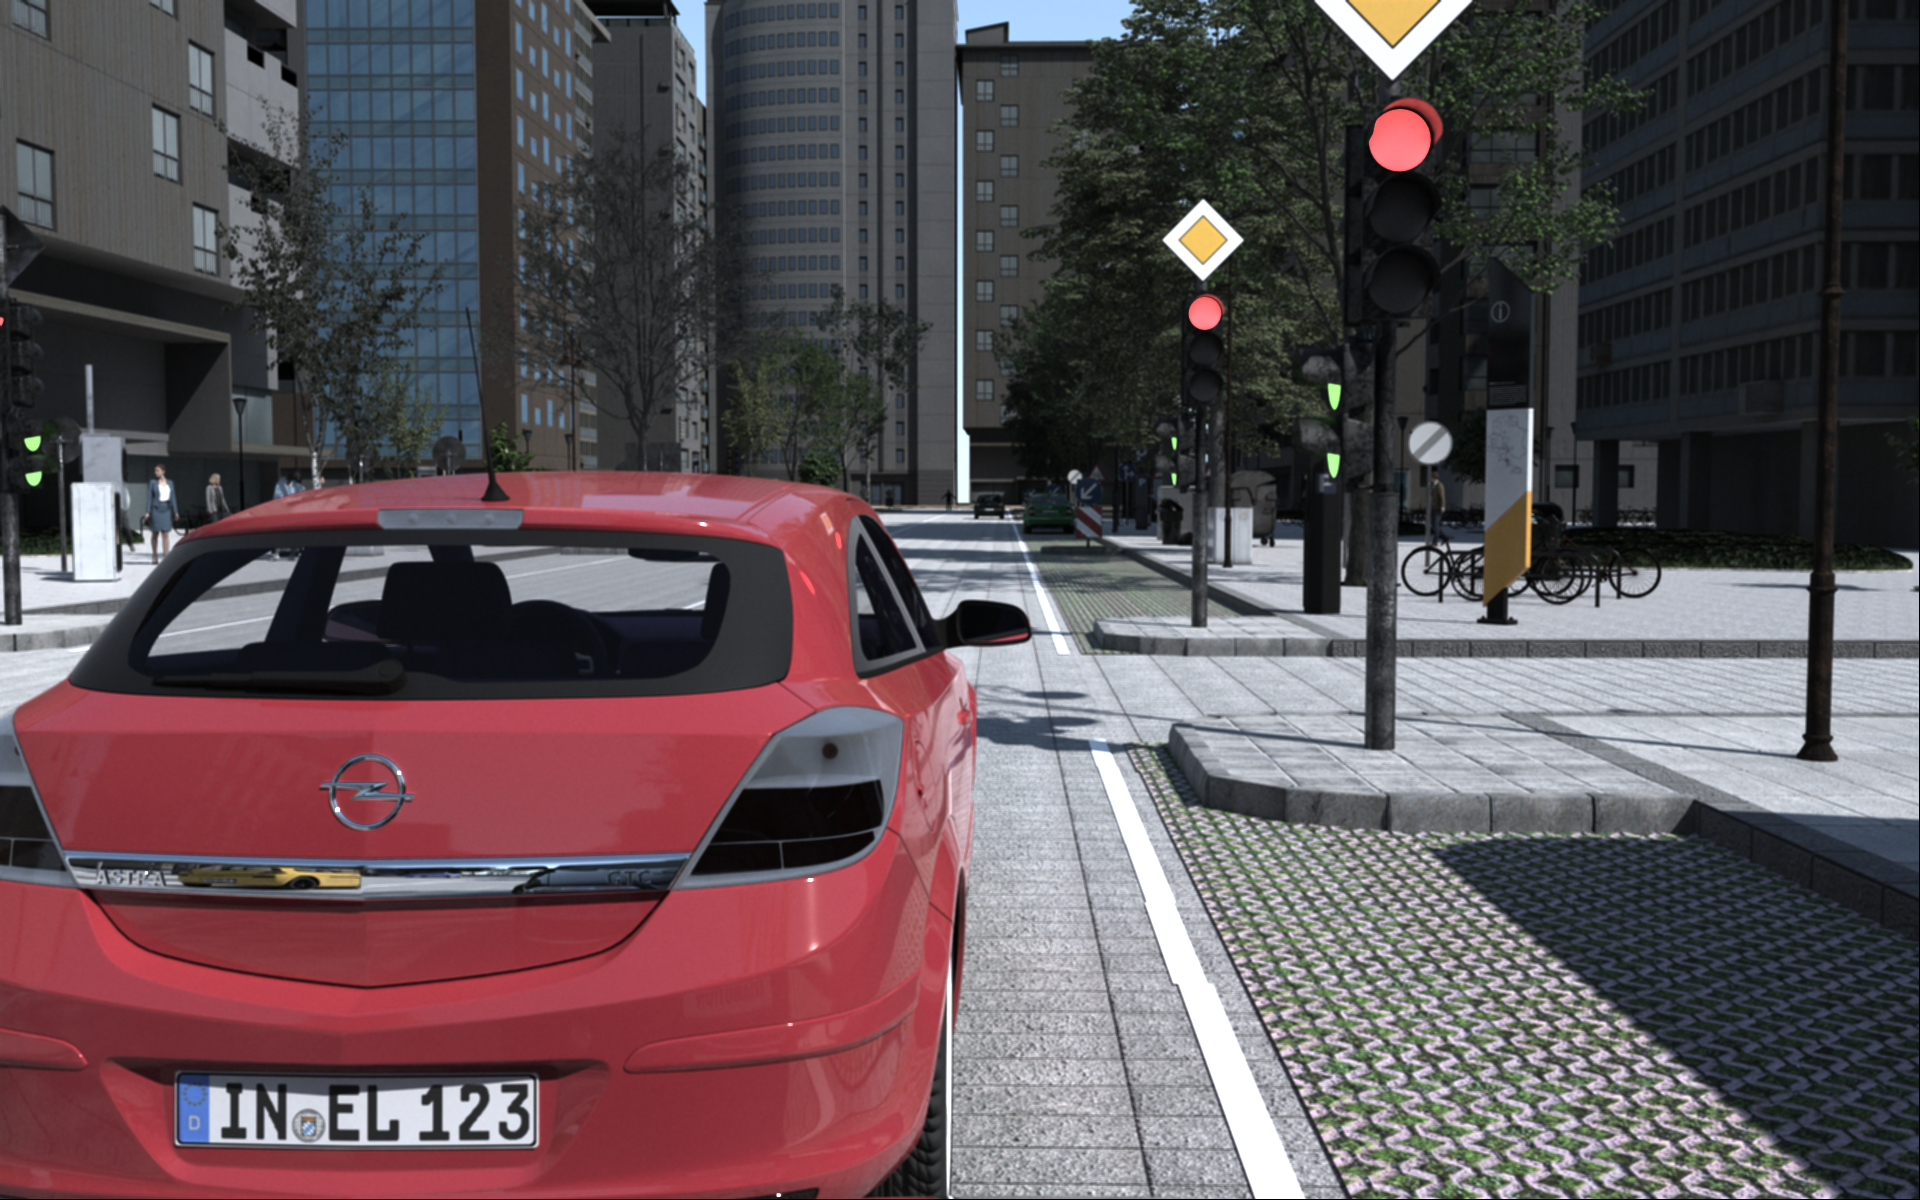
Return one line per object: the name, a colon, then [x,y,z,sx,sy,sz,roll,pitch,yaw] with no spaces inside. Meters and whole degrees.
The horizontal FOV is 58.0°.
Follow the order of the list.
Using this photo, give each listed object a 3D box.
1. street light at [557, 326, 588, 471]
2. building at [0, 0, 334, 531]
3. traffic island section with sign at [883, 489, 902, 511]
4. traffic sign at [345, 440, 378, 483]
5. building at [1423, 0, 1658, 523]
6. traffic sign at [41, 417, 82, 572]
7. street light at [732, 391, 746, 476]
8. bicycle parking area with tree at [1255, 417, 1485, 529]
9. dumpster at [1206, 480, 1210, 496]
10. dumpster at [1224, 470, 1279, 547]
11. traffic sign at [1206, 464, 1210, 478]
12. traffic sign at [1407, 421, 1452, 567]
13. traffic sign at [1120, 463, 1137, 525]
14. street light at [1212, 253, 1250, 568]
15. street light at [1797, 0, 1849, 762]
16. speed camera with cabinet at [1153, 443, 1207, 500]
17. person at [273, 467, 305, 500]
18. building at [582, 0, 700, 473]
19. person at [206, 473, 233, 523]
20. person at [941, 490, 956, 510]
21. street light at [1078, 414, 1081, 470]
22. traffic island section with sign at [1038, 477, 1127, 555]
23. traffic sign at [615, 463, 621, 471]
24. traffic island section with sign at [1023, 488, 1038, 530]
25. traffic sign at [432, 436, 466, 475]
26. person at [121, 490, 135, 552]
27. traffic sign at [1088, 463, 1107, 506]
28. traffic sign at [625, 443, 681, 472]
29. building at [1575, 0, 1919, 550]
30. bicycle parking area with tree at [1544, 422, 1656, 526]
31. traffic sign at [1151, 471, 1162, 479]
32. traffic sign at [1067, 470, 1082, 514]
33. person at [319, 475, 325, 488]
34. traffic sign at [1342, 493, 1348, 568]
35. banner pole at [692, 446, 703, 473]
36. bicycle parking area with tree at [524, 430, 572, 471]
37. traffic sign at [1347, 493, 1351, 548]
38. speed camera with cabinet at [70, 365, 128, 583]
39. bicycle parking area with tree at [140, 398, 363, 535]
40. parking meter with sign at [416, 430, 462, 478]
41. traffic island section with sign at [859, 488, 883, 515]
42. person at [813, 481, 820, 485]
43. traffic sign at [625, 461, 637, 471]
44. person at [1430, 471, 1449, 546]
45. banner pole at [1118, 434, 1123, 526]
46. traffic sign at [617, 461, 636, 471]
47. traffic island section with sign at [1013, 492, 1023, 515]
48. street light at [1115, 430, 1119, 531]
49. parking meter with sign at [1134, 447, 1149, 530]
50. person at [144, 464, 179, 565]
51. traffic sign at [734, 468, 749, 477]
street light: [-10.647,-4.583,47.719,0.468,5.910,1.993,0,4,1]
building: [-39.305,-28.558,56.159,28.713,52.752,27.495,0,4,1]
traffic island section with sign: [-5.864,-8.382,145.672,1.989,1.847,2.006,0,4,1]
traffic sign: [-14.117,-2.492,40.856,0.768,2.556,0.104,0,4,3]
building: [29.881,-19.098,83.961,14.160,30.474,14.107,0,4,1]
traffic sign: [-14.775,-1.736,28.490,0.768,2.556,0.104,0,4,8]
street light: [-9.966,-6.446,78.172,0.468,5.910,1.993,0,4,1]
bicycle parking area with tree: [16.554,-4.891,66.978,9.016,4.147,8.231,1,4,20]
dumpster: [10.042,-3.836,68.484,1.264,1.857,1.865,0,4,2]
dumpster: [7.120,-2.255,42.635,1.264,1.857,1.865,0,4,2]
traffic sign: [8.433,-3.504,57.297,0.884,2.594,0.081,0,4,4]
traffic sign: [8.239,-1.856,30.446,0.768,2.556,0.104,1,4,9]
traffic sign: [6.864,-4.339,71.053,0.768,2.556,0.104,1,4,8]
street light: [4.679,-3.506,30.110,0.468,5.910,1.993,0,4,1]
street light: [4.151,-2.166,8.209,0.468,5.910,1.993,0,4,1]
speed camera with cabinet: [8.390,-4.380,65.949,2.038,3.252,0.660,2,4,34]
person: [-12.908,-1.647,33.244,0.793,1.790,0.793,3,5,44]
building: [-29.677,-28.297,146.246,14.086,41.232,14.154,0,4,1]
person: [-18.745,-2.292,43.703,0.728,1.800,0.709,2,4,25]
person: [-0.984,-8.777,152.028,1.348,1.821,0.705,0,4,1]
street light: [6.239,-7.244,91.219,0.468,5.910,1.993,0,4,1]
traffic island section with sign: [2.944,-2.016,41.594,1.989,1.847,2.006,0,4,1]
traffic sign: [-13.588,-4.273,69.966,0.768,2.556,0.104,0,4,7]
traffic island section with sign: [3.584,-3.664,68.542,1.989,1.847,2.006,0,4,1]
traffic sign: [-11.233,-2.323,38.087,0.768,2.556,0.104,0,4,4]
person: [-18.761,-1.947,38.365,0.782,1.767,0.515,0,4,-6]
traffic sign: [5.633,-4.374,71.517,0.884,2.594,0.081,0,4,3]
traffic sign: [-12.133,-4.566,68.528,2.265,3.308,0.079,0,4,7]
building: [31.222,-21.584,44.775,23.993,40.220,32.217,0,4,1]
bicycle parking area with tree: [25.029,-5.176,71.624,9.016,4.147,8.231,1,4,21]
traffic sign: [7.015,-3.646,59.613,0.884,2.594,0.081,1,4,10]
traffic sign: [5.961,-5.494,89.934,0.768,2.556,0.104,0,4,3]
person: [-18.150,-2.613,48.790,0.620,1.820,0.660,-1,4,-21]
traffic sign: [6.648,-1.819,29.845,0.768,2.556,0.104,1,4,9]
banner pole: [-13.715,-6.166,90.826,0.863,3.779,0.401,2,4,29]
bicycle parking area with tree: [-19.265,-5.728,80.660,9.016,4.147,8.231,1,4,21]
traffic sign: [9.276,-2.517,41.256,0.768,2.556,0.104,0,4,8]
speed camera with cabinet: [-12.908,-1.936,25.995,0.660,3.252,2.038,-1,4,-20]
bicycle parking area with tree: [-20.568,-4.121,54.388,9.016,4.147,8.231,2,4,33]
parking meter with sign: [-14.392,-3.103,46.993,1.738,3.016,0.543,-1,4,-16]
traffic island section with sign: [-6.526,-6.734,118.725,1.989,1.847,2.006,0,4,1]
person: [-4.231,-2.643,51.736,0.654,1.822,0.581,-1,4,-11]
traffic sign: [-12.755,-4.107,67.158,0.884,2.594,0.081,1,4,11]
person: [11.749,-2.244,42.648,0.836,1.842,0.656,-3,4,-36]
banner pole: [6.357,-4.859,69.460,0.401,3.779,0.863,0,4,7]
traffic sign: [-12.975,-4.117,67.425,0.768,2.556,0.104,0,4,2]
traffic island section with sign: [4.803,-6.732,118.700,1.989,1.847,2.006,0,4,1]
street light: [5.496,-5.382,60.778,0.468,5.910,1.993,0,4,1]
parking meter with sign: [6.588,-4.075,62.888,0.543,3.016,1.738,0,4,6]
person: [-14.465,-1.547,31.366,0.581,1.822,0.654,-2,4,-28]
traffic sign: [-10.890,-5.261,86.130,0.768,2.556,0.104,1,4,9]
